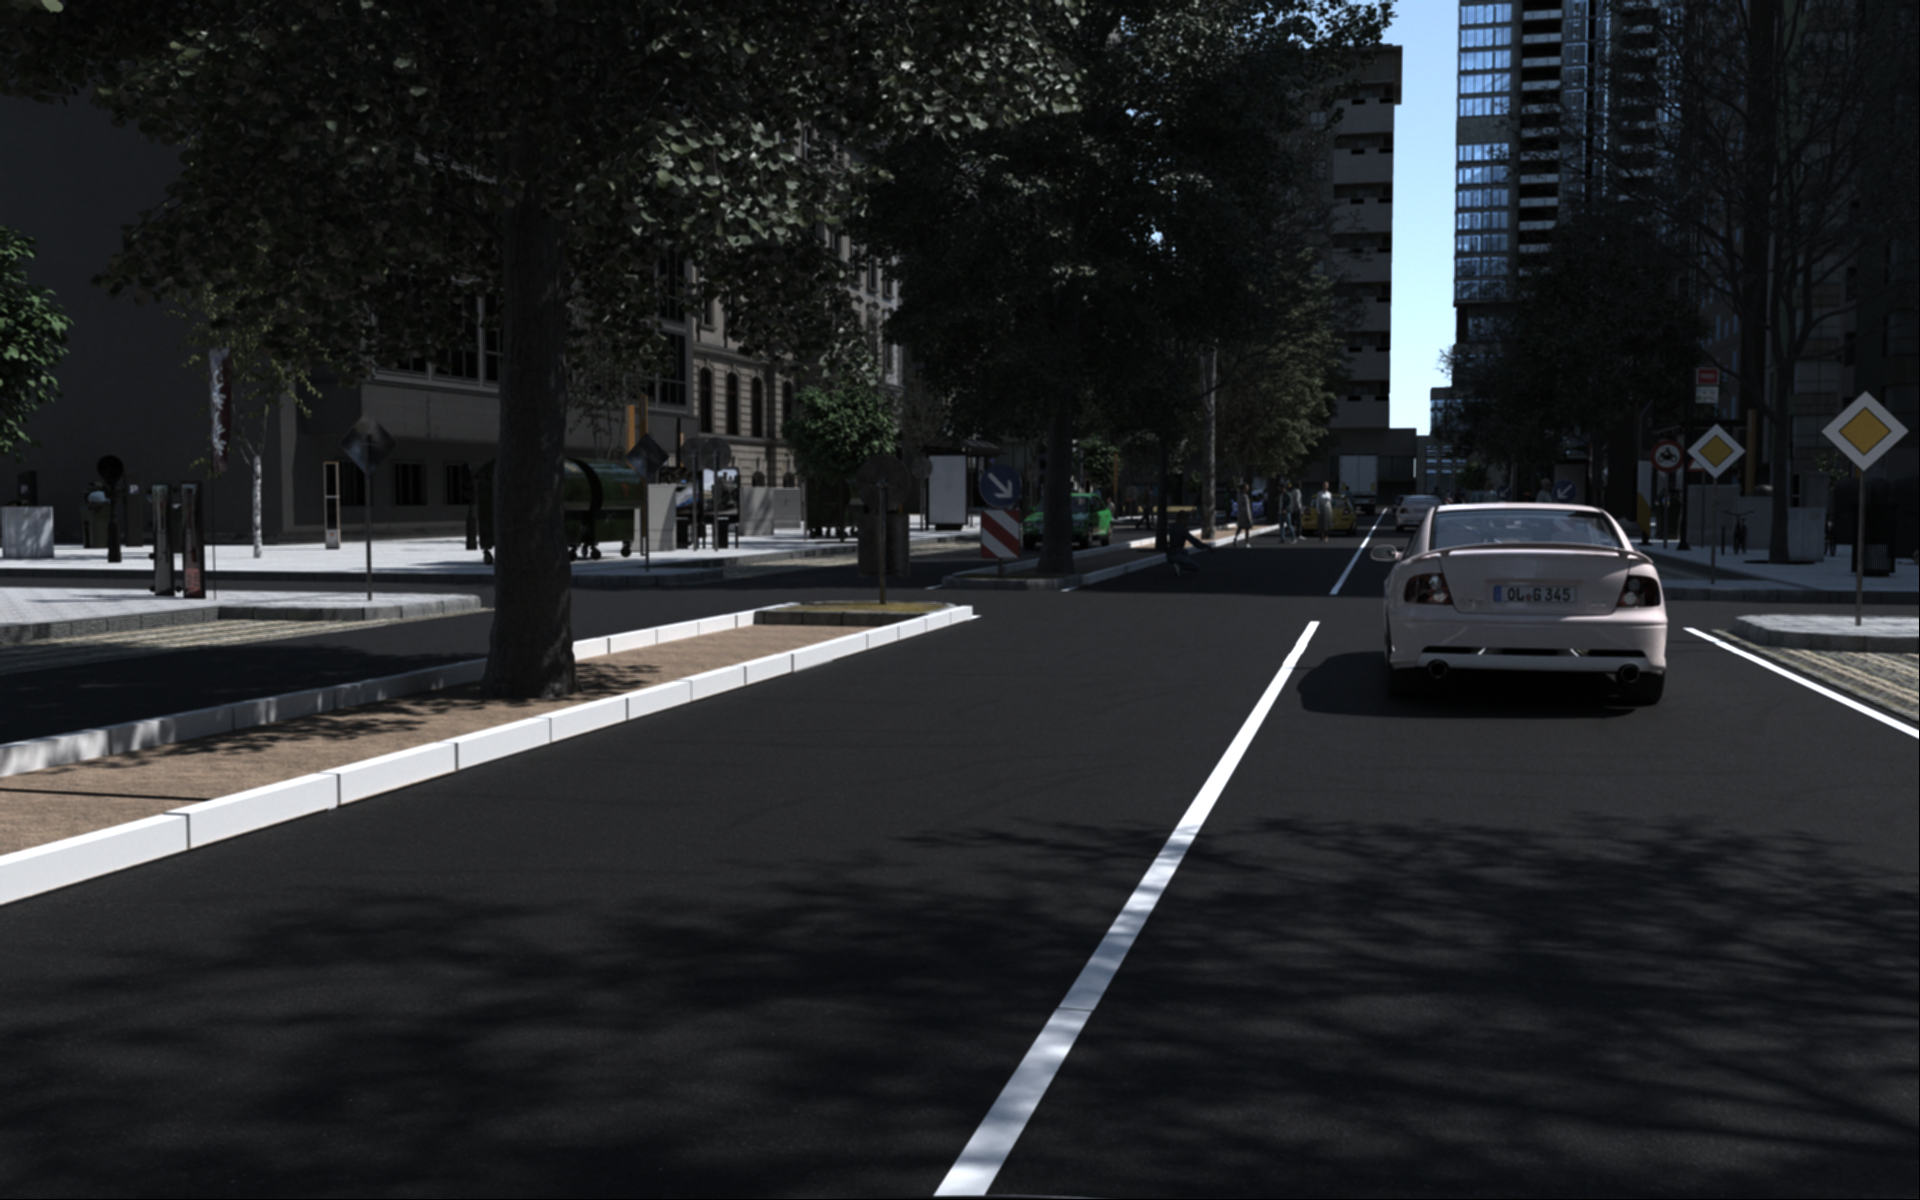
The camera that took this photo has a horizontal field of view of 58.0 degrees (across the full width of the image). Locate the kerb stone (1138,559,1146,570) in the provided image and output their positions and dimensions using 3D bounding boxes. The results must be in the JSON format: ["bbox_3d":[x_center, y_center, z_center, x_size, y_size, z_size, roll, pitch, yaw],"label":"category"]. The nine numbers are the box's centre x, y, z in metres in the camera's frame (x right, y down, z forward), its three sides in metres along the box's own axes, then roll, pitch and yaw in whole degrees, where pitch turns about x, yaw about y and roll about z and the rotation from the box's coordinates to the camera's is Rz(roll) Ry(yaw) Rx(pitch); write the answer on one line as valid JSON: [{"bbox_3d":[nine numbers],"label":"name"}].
[{"bbox_3d":[3.346,-0.650,32.822,0.120,0.150,1.000,1,4,14],"label":"kerb stone"}]

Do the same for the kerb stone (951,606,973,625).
[{"bbox_3d":[-0.036,0.173,19.373,0.120,0.150,1.000,1,4,14],"label":"kerb stone"}]

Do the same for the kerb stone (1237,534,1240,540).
[{"bbox_3d":[8.337,-1.864,52.709,0.120,0.150,1.000,1,4,14],"label":"kerb stone"}]

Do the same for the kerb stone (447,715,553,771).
[{"bbox_3d":[-2.526,0.781,9.439,0.120,0.150,1.000,1,4,14],"label":"kerb stone"}]

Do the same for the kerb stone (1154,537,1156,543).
[{"bbox_3d":[5.565,-1.716,50.266,0.120,0.150,1.000,1,4,14],"label":"kerb stone"}]

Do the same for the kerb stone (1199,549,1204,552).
[{"bbox_3d":[5.840,-1.258,42.763,0.120,0.150,1.000,1,4,14],"label":"kerb stone"}]

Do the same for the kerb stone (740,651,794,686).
[{"bbox_3d":[-1.531,0.537,13.415,0.120,0.150,1.000,1,4,14],"label":"kerb stone"}]

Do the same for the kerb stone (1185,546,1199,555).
[{"bbox_3d":[5.592,-1.197,41.771,0.120,0.150,1.000,1,4,14],"label":"kerb stone"}]

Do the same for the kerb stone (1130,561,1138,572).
[{"bbox_3d":[3.095,-0.589,31.825,0.120,0.150,1.000,1,4,14],"label":"kerb stone"}]

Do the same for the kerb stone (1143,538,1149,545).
[{"bbox_3d":[5.065,-1.596,48.283,0.120,0.150,1.000,1,4,14],"label":"kerb stone"}]

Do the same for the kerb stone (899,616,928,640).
[{"bbox_3d":[-0.533,0.297,17.383,0.120,0.150,1.000,1,4,14],"label":"kerb stone"}]

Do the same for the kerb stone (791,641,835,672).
[{"bbox_3d":[-1.272,0.477,14.404,0.120,0.150,1.000,1,4,14],"label":"kerb stone"}]

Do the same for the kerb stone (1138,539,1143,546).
[{"bbox_3d":[4.807,-1.535,47.294,0.120,0.150,1.000,1,4,14],"label":"kerb stone"}]

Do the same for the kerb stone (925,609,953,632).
[{"bbox_3d":[-0.284,0.234,18.377,0.120,0.150,1.000,1,4,14],"label":"kerb stone"}]

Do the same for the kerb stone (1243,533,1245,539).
[{"bbox_3d":[8.843,-1.987,54.690,0.120,0.150,1.000,1,4,14],"label":"kerb stone"}]

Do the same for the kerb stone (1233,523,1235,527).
[{"bbox_3d":[11.552,-3.176,74.115,0.120,0.150,1.000,1,4,14],"label":"kerb stone"}]

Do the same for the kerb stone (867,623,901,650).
[{"bbox_3d":[-0.783,0.355,16.392,0.120,0.150,1.000,1,4,14],"label":"kerb stone"}]

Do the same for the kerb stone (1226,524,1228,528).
[{"bbox_3d":[10.812,-2.992,71.134,0.120,0.150,1.000,1,4,14],"label":"kerb stone"}]

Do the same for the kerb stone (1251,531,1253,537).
[{"bbox_3d":[9.586,-2.166,57.667,0.120,0.150,1.000,1,4,14],"label":"kerb stone"}]

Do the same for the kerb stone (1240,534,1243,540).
[{"bbox_3d":[8.586,-1.925,53.701,0.120,0.150,1.000,1,4,14],"label":"kerb stone"}]

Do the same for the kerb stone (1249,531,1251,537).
[{"bbox_3d":[9.345,-2.109,56.674,0.120,0.150,1.000,1,4,14],"label":"kerb stone"}]

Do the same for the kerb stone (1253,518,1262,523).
[{"bbox_3d":[15.305,-4.088,89.033,0.120,0.150,1.000,1,4,14],"label":"kerb stone"}]

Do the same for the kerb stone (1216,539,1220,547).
[{"bbox_3d":[6.839,-1.501,46.741,0.120,0.150,1.000,1,4,14],"label":"kerb stone"}]

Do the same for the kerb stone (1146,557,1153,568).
[{"bbox_3d":[3.588,-0.710,33.815,0.120,0.150,1.000,1,4,14],"label":"kerb stone"}]

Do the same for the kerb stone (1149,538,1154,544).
[{"bbox_3d":[5.309,-1.656,49.276,0.120,0.150,1.000,1,4,14],"label":"kerb stone"}]

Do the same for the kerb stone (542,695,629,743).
[{"bbox_3d":[-2.281,0.720,10.431,0.120,0.150,1.000,1,4,14],"label":"kerb stone"}]

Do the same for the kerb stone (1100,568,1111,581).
[{"bbox_3d":[2.341,-0.407,28.845,0.120,0.150,1.000,1,4,14],"label":"kerb stone"}]

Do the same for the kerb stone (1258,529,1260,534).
[{"bbox_3d":[10.339,-2.349,60.667,0.120,0.150,1.000,1,4,14],"label":"kerb stone"}]

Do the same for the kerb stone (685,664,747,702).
[{"bbox_3d":[-1.783,0.598,12.418,0.120,0.150,1.000,1,4,14],"label":"kerb stone"}]

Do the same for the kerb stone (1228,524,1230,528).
[{"bbox_3d":[11.050,-3.054,72.128,0.120,0.150,1.000,1,4,14],"label":"kerb stone"}]

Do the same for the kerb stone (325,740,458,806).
[{"bbox_3d":[-2.780,0.841,8.448,0.120,0.150,1.000,1,4,14],"label":"kerb stone"}]

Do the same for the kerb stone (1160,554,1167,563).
[{"bbox_3d":[4.092,-0.830,35.803,0.120,0.150,1.000,1,4,14],"label":"kerb stone"}]

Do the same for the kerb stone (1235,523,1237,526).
[{"bbox_3d":[11.804,-3.235,75.106,0.120,0.150,1.000,1,4,14],"label":"kerb stone"}]

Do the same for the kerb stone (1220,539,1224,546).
[{"bbox_3d":[7.095,-1.562,47.737,0.120,0.150,1.000,1,4,14],"label":"kerb stone"}]

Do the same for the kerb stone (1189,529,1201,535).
[{"bbox_3d":[8.311,-2.386,61.205,0.120,0.150,1.000,1,4,14],"label":"kerb stone"}]

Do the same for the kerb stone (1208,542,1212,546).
[{"bbox_3d":[6.343,-1.380,44.754,0.120,0.150,1.000,1,4,14],"label":"kerb stone"}]

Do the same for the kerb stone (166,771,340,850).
[{"bbox_3d":[-3.030,0.901,7.457,0.120,0.150,1.000,1,4,14],"label":"kerb stone"}]

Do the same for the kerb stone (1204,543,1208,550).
[{"bbox_3d":[6.087,-1.319,43.755,0.120,0.150,1.000,1,4,14],"label":"kerb stone"}]

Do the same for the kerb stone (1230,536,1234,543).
[{"bbox_3d":[7.841,-1.744,50.715,0.120,0.150,1.000,1,4,14],"label":"kerb stone"}]

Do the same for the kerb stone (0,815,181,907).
[{"bbox_3d":[-3.276,0.967,6.463,0.120,0.150,1.000,1,4,14],"label":"kerb stone"}]

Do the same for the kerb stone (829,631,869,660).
[{"bbox_3d":[-1.034,0.417,15.401,0.120,0.150,1.000,1,4,14],"label":"kerb stone"}]

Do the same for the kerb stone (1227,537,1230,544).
[{"bbox_3d":[7.586,-1.680,49.723,0.120,0.150,1.000,1,4,14],"label":"kerb stone"}]

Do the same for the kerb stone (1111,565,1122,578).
[{"bbox_3d":[2.603,-0.467,29.834,0.120,0.150,1.000,1,4,14],"label":"kerb stone"}]

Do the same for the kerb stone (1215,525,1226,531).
[{"bbox_3d":[10.553,-2.931,70.145,0.120,0.150,1.000,1,4,14],"label":"kerb stone"}]

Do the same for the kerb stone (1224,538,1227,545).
[{"bbox_3d":[7.343,-1.623,48.730,0.120,0.150,1.000,1,4,14],"label":"kerb stone"}]

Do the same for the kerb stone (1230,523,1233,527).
[{"bbox_3d":[11.308,-3.115,73.122,0.120,0.150,1.000,1,4,14],"label":"kerb stone"}]

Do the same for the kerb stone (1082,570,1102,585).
[{"bbox_3d":[2.099,-0.341,27.852,0.120,0.150,1.000,1,4,14],"label":"kerb stone"}]

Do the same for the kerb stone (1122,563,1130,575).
[{"bbox_3d":[2.842,-0.525,30.835,0.120,0.150,1.000,1,4,14],"label":"kerb stone"}]

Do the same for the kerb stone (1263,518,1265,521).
[{"bbox_3d":[15.801,-4.210,91.030,0.120,0.150,1.000,1,4,14],"label":"kerb stone"}]

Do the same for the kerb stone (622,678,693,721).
[{"bbox_3d":[-2.028,0.662,11.422,0.120,0.150,1.000,1,4,14],"label":"kerb stone"}]

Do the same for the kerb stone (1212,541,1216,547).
[{"bbox_3d":[6.596,-1.440,45.747,0.120,0.150,1.000,1,4,14],"label":"kerb stone"}]

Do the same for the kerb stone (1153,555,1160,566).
[{"bbox_3d":[3.847,-0.770,34.809,0.120,0.150,1.000,1,4,14],"label":"kerb stone"}]

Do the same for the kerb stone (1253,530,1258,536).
[{"bbox_3d":[10.090,-2.291,59.658,0.120,0.150,1.000,1,4,14],"label":"kerb stone"}]
